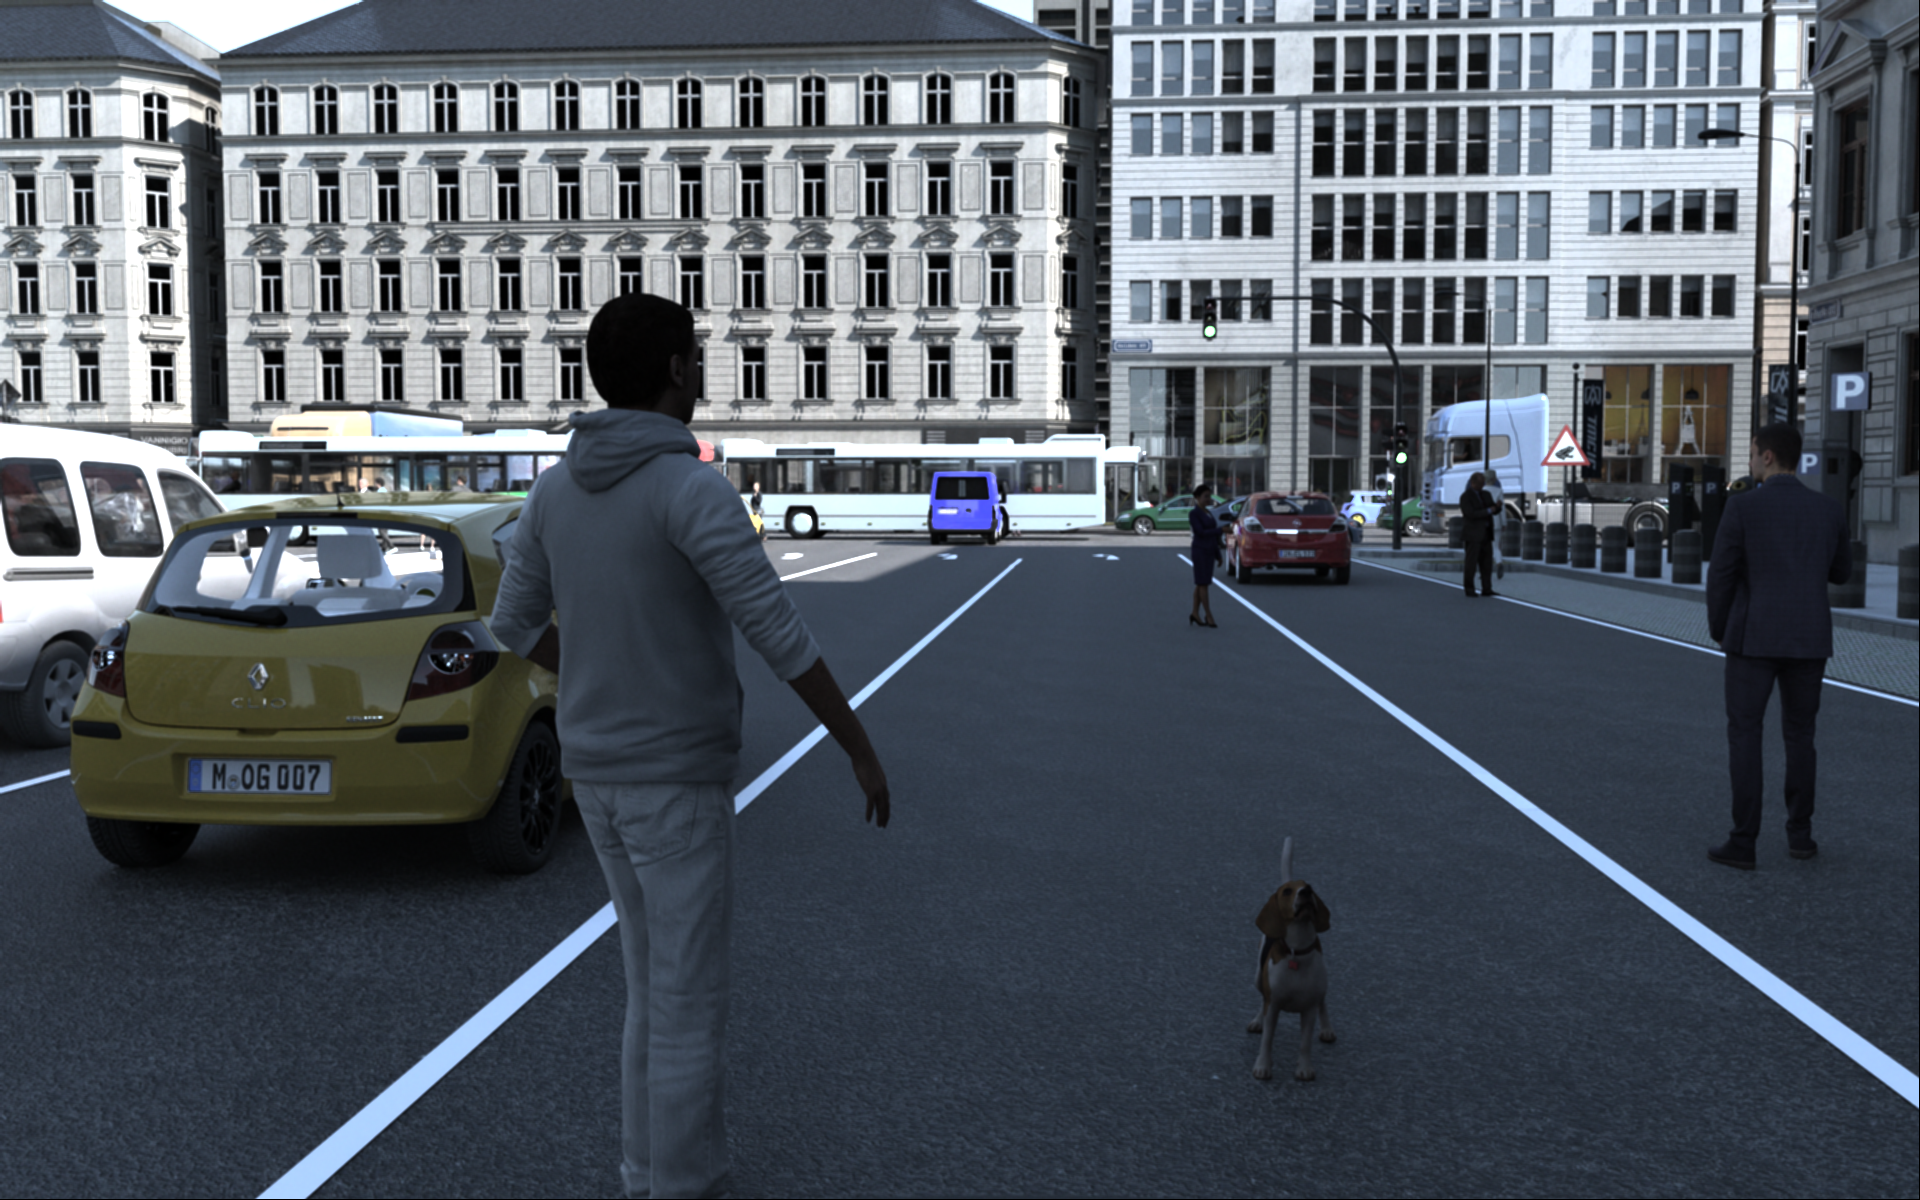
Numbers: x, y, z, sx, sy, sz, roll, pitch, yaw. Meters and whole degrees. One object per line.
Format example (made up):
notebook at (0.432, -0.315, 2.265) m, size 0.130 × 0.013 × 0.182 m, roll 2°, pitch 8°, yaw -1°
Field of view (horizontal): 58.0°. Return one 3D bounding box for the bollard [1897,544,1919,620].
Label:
bollard at (9.890, -0.192, 17.848) m, size 0.404 × 0.777 × 0.398 m, roll 0°, pitch 3°, yaw 0°

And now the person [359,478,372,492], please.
person at (-12.900, -1.743, 37.397) m, size 0.661 × 1.777 × 0.834 m, roll 2°, pitch 4°, yaw 33°

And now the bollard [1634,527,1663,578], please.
bollard at (10.582, -0.728, 26.626) m, size 0.404 × 0.777 × 0.398 m, roll 0°, pitch 3°, yaw 0°

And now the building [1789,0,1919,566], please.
building at (21.188, -11.493, 24.060) m, size 11.583 × 22.565 × 21.152 m, roll 0°, pitch 4°, yaw 4°

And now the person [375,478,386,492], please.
person at (-13.697, -2.002, 41.254) m, size 0.620 × 1.820 × 0.660 m, roll 0°, pitch 4°, yaw -1°

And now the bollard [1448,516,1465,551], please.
bollard at (11.688, -1.588, 40.683) m, size 0.404 × 0.777 × 0.398 m, roll 0°, pitch 3°, yaw 0°

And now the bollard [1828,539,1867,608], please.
bollard at (10.033, -0.299, 19.599) m, size 0.404 × 0.777 × 0.398 m, roll 0°, pitch 3°, yaw 0°

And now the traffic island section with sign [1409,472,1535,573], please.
traffic island section with sign at (9.510, -1.454, 32.406) m, size 1.989 × 1.847 × 2.006 m, roll 0°, pitch 4°, yaw 4°

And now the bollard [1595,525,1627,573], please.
bollard at (10.721, -0.836, 28.388) m, size 0.404 × 0.777 × 0.398 m, roll 0°, pitch 3°, yaw 0°

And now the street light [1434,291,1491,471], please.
street light at (11.533, -4.106, 39.672) m, size 1.470 × 5.913 × 1.316 m, roll 0°, pitch 4°, yaw 4°

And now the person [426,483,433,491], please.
person at (-13.416, -2.099, 43.824) m, size 0.512 × 1.701 × 0.522 m, roll -2°, pitch 4°, yaw -28°

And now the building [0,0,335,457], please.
building at (-59.832, -19.486, 95.010) m, size 44.131 × 29.872 × 17.030 m, roll 0°, pitch 4°, yaw 4°

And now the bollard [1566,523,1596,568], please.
bollard at (10.861, -0.943, 30.140) m, size 0.404 × 0.777 × 0.398 m, roll 0°, pitch 3°, yaw 0°

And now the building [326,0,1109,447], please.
building at (-14.360, -19.280, 91.649) m, size 44.131 × 29.872 × 17.030 m, roll 0°, pitch 4°, yaw 4°

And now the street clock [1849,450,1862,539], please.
street clock at (14.428, -1.451, 28.287) m, size 0.471 × 2.002 × 0.358 m, roll 0°, pitch 4°, yaw -7°

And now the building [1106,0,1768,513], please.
building at (22.266, -18.860, 85.847) m, size 29.804 × 29.767 × 11.434 m, roll 0°, pitch 4°, yaw 4°

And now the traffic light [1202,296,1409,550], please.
traffic light at (7.947, -3.985, 39.824) m, size 4.771 × 5.953 × 1.251 m, roll 0°, pitch 4°, yaw 4°

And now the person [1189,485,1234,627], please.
person at (2.732, -0.477, 18.667) m, size 0.546 × 1.535 × 0.453 m, roll 1°, pitch 4°, yaw 21°

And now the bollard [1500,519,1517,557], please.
bollard at (11.273, -1.265, 35.406) m, size 0.404 × 0.777 × 0.398 m, roll 0°, pitch 3°, yaw 0°

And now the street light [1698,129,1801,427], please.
street light at (10.082, -3.034, 22.153) m, size 1.470 × 5.913 × 1.316 m, roll 0°, pitch 4°, yaw 4°

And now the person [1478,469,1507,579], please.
person at (8.790, -1.244, 28.724) m, size 0.514 × 1.842 × 0.818 m, roll 0°, pitch 4°, yaw 1°

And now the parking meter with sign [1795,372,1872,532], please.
parking meter with sign at (12.113, -1.723, 24.429) m, size 1.738 × 3.016 × 0.543 m, roll -3°, pitch 4°, yaw -36°

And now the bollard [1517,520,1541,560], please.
bollard at (11.131, -1.158, 33.648) m, size 0.404 × 0.777 × 0.398 m, roll 0°, pitch 3°, yaw 0°

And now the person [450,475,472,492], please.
person at (-10.858, -1.778, 37.378) m, size 0.447 × 1.846 × 0.655 m, roll 3°, pitch 5°, yaw 41°

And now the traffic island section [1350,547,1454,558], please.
traffic island section at (10.079, -1.078, 39.913) m, size 2.009 × 0.180 × 2.903 m, roll 0°, pitch 4°, yaw 4°

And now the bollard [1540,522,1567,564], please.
bollard at (10.995, -1.050, 31.892) m, size 0.404 × 0.777 × 0.398 m, roll 0°, pitch 3°, yaw 0°

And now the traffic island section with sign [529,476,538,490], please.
traffic island section with sign at (-10.262, -2.055, 41.743) m, size 2.006 × 1.907 × 1.989 m, roll 0°, pitch 4°, yaw 4°

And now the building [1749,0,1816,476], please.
building at (47.242, -18.299, 85.099) m, size 20.117 × 28.700 × 13.634 m, roll 0°, pitch 4°, yaw 4°

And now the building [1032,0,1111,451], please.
building at (20.945, -49.640, 249.865) m, size 20.611 × 71.187 × 20.563 m, roll 0°, pitch 4°, yaw 4°

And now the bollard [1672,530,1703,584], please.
bollard at (10.445, -0.621, 24.874) m, size 0.404 × 0.777 × 0.398 m, roll 0°, pitch 3°, yaw 0°

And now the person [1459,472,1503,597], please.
person at (7.296, -0.917, 24.185) m, size 0.600 × 1.739 × 0.565 m, roll 2°, pitch 4°, yaw 35°

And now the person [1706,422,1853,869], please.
person at (3.194, 0.162, 6.772) m, size 0.541 × 1.710 × 0.530 m, roll 1°, pitch 4°, yaw 13°

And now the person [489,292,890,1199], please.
person at (-0.507, 0.325, 3.340) m, size 0.875 × 1.805 × 0.789 m, roll 3°, pitch 4°, yaw 36°

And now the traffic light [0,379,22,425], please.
traffic light at (-23.321, -3.271, 42.395) m, size 0.839 × 4.253 × 0.868 m, roll 0°, pitch 4°, yaw 4°
